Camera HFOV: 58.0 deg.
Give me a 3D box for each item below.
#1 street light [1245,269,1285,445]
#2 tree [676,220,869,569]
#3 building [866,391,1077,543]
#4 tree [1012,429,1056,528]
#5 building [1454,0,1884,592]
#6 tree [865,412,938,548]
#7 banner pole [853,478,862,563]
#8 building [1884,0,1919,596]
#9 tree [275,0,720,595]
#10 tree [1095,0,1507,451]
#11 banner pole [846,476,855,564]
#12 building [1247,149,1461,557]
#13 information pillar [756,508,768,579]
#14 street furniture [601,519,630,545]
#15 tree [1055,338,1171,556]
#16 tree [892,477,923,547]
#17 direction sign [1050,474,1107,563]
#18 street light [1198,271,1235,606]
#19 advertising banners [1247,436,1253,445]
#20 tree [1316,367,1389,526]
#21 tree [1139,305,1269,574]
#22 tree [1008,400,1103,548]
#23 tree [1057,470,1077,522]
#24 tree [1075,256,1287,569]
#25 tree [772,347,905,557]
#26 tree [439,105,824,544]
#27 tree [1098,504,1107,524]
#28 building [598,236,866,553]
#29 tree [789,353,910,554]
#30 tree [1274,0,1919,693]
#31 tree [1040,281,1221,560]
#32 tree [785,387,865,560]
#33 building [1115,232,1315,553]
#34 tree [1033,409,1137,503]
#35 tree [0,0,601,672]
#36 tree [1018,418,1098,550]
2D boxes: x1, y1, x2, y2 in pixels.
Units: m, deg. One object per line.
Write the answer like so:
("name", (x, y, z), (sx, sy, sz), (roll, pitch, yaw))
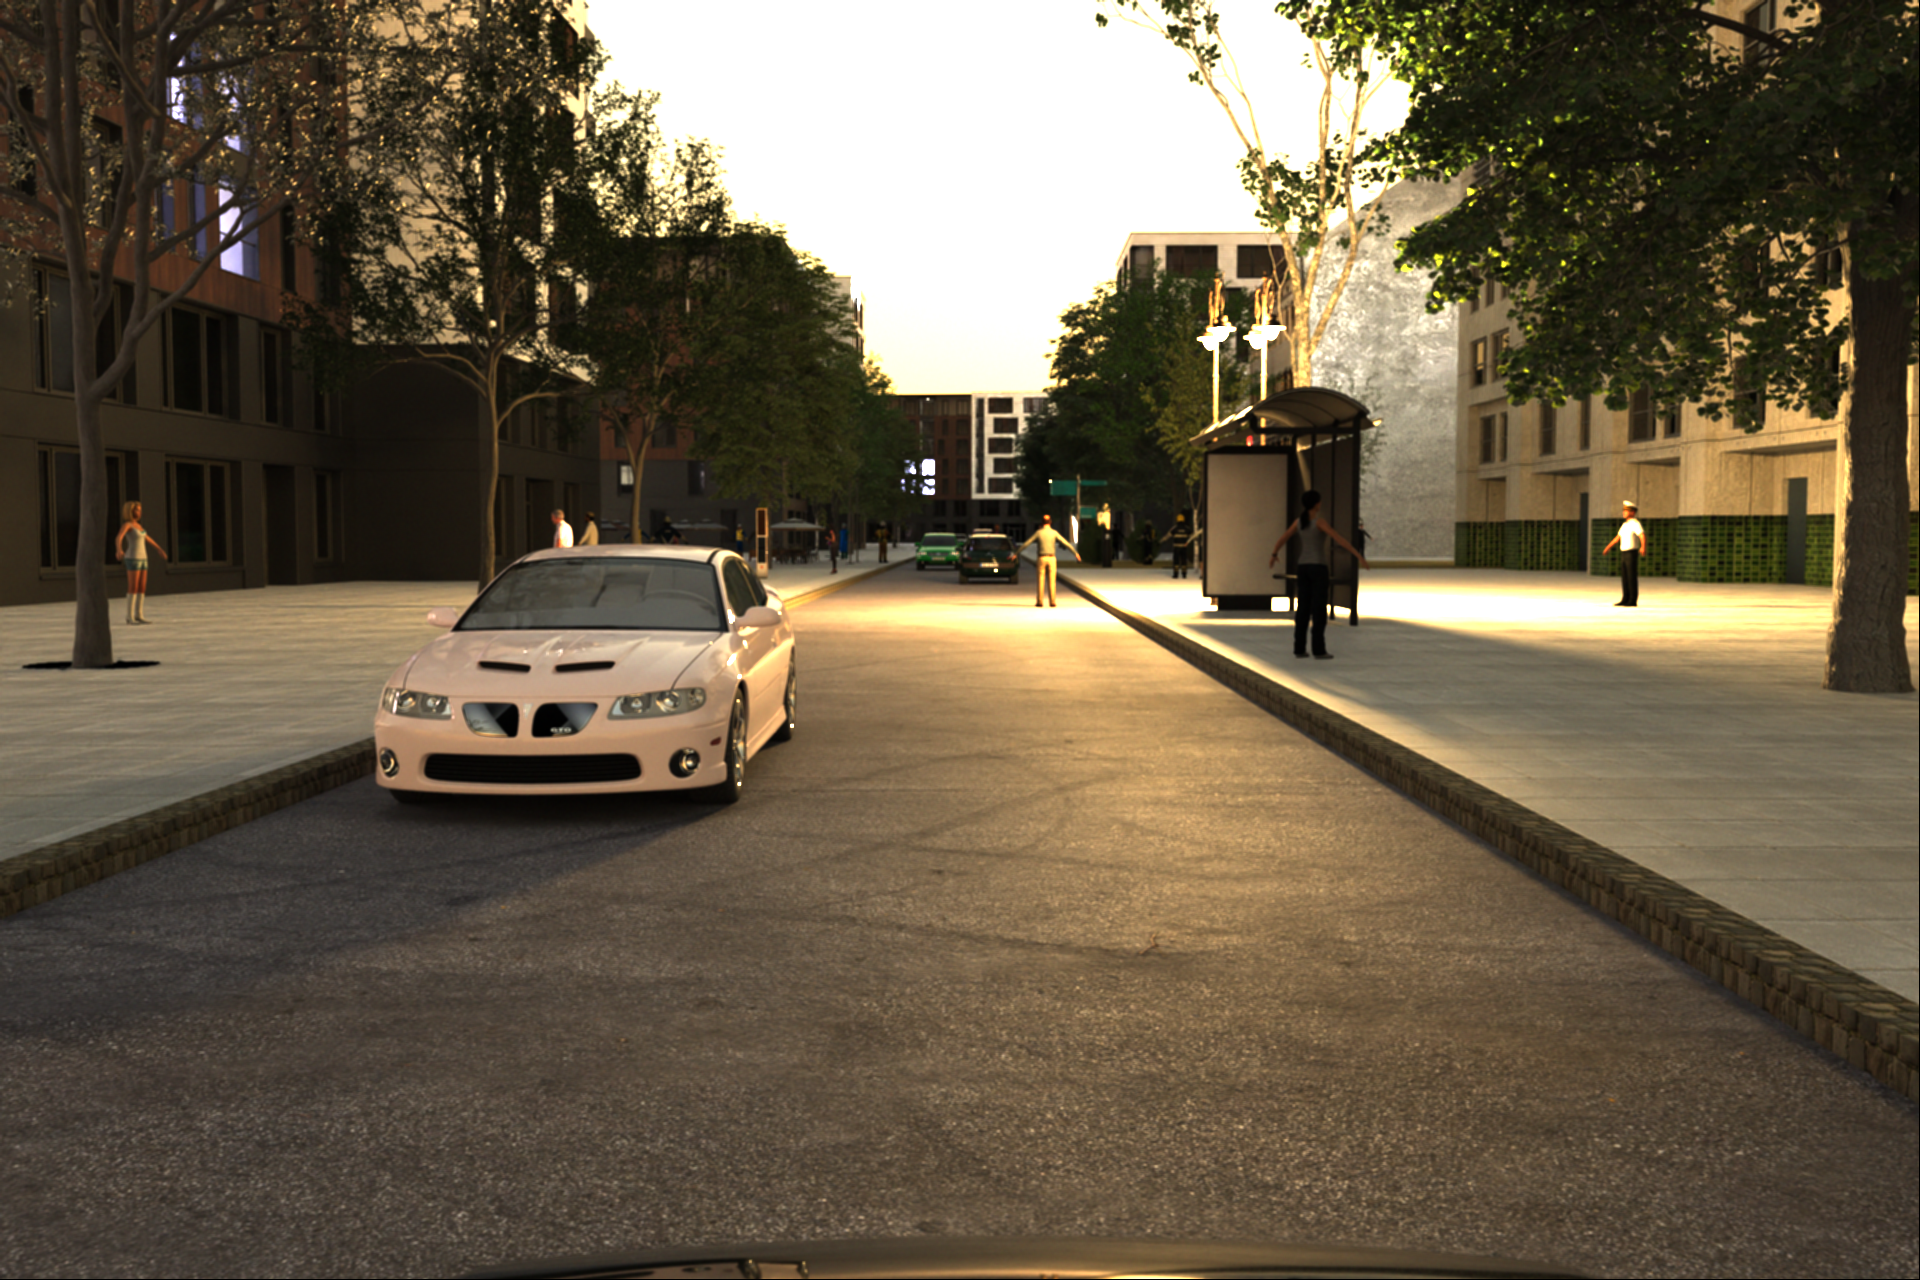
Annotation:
("street light", (5.345, -3.531, 30.522), (0.468, 5.910, 1.993), (0, 4, 0))
("tree", (-6.918, -8.883, 63.371), (7.486, 12.596, 7.792), (0, 3, 0))
("building", (0.962, -25.353, 260.949), (32.646, 21.610, 27.936), (0, 4, 6))
("tree", (8.882, -14.871, 168.900), (9.928, 11.665, 9.643), (0, 3, 0))
("building", (27.872, -11.401, 52.859), (16.747, 18.905, 31.486), (0, 4, 1))
("tree", (-5.879, -14.774, 159.677), (7.486, 12.596, 7.792), (0, 3, 0))
("banner pole", (-4.617, -5.385, 78.062), (0.401, 3.779, 0.863), (0, 3, 0))
("building", (27.683, -9.453, 21.015), (16.747, 18.905, 31.486), (0, 4, 1))
("tree", (-7.412, -5.721, 27.948), (7.601, 10.594, 8.767), (-1, 4, -14))
("tree", (9.488, -11.260, 39.994), (12.611, 20.169, 13.585), (0, 3, 0))
("banner pole", (-4.695, -5.152, 74.250), (0.401, 3.779, 0.863), (0, 4, 0))
("building", (27.978, -16.709, 104.122), (19.493, 23.208, 18.063), (0, 4, 1))
("information pillar", (-5.675, -2.765, 49.696), (0.304, 2.012, 0.304), (0, 4, 0))
("street furniture", (-28.444, -4.147, 72.837), (27.439, 1.986, 14.083), (0, 4, 2))
("tree", (8.967, -11.054, 98.858), (7.486, 12.596, 7.792), (0, 3, 0))
("tree", (-5.780, -13.413, 169.670), (4.737, 8.622, 4.395), (0, 3, 0))
("direction sign", (5.268, -5.366, 76.489), (2.525, 3.948, 1.411), (0, 4, 0))
("street light", (4.524, -3.543, 30.718), (0.468, 5.910, 1.993), (0, 4, 1))
("advertising banners", (4.995, -2.111, 30.708), (0.090, 3.025, 2.074), (0, 4, 1))
("tree", (17.276, -7.661, 75.622), (4.360, 8.622, 3.978), (0, 3, 0))
("tree", (7.635, -6.420, 55.335), (4.737, 8.622, 4.395), (0, 3, 0))
("tree", (9.294, -15.456, 159.364), (9.857, 13.997, 8.962), (0, 3, 0))
("tree", (8.710, -10.627, 124.118), (4.737, 8.622, 4.395), (0, 3, 0))
("tree", (8.114, -8.454, 63.977), (9.928, 11.665, 9.643), (0, 3, 0))
("tree", (-6.915, -10.445, 96.525), (9.928, 11.665, 9.643), (0, 3, 0))
("tree", (-7.361, -6.361, 38.416), (8.767, 10.594, 7.601), (0, 4, -8))
("tree", (21.420, -18.908, 259.513), (4.360, 8.622, 3.978), (0, 3, 0))
("building", (-22.465, -17.833, 135.551), (27.936, 21.610, 32.646), (0, 4, 1))
("tree", (-6.998, -11.685, 109.183), (7.486, 12.596, 7.792), (0, 3, 0))
("tree", (7.385, -6.561, 13.923), (9.857, 13.997, 8.962), (0, 3, 0))
("tree", (8.351, -10.965, 85.930), (9.857, 13.997, 8.962), (0, 3, 0))
("tree", (-6.810, -8.246, 85.188), (4.737, 8.622, 4.395), (0, 3, 0))
("building", (25.766, -17.716, 133.632), (27.936, 21.610, 32.646), (0, 4, 1))
("tree", (8.143, -10.783, 110.719), (7.601, 10.594, 8.767), (1, 4, 14))
("tree", (-8.204, -6.479, 16.302), (12.009, 13.543, 11.850), (0, 3, 0))
("tree", (7.986, -12.446, 137.899), (7.601, 10.594, 8.767), (1, 4, 8))
